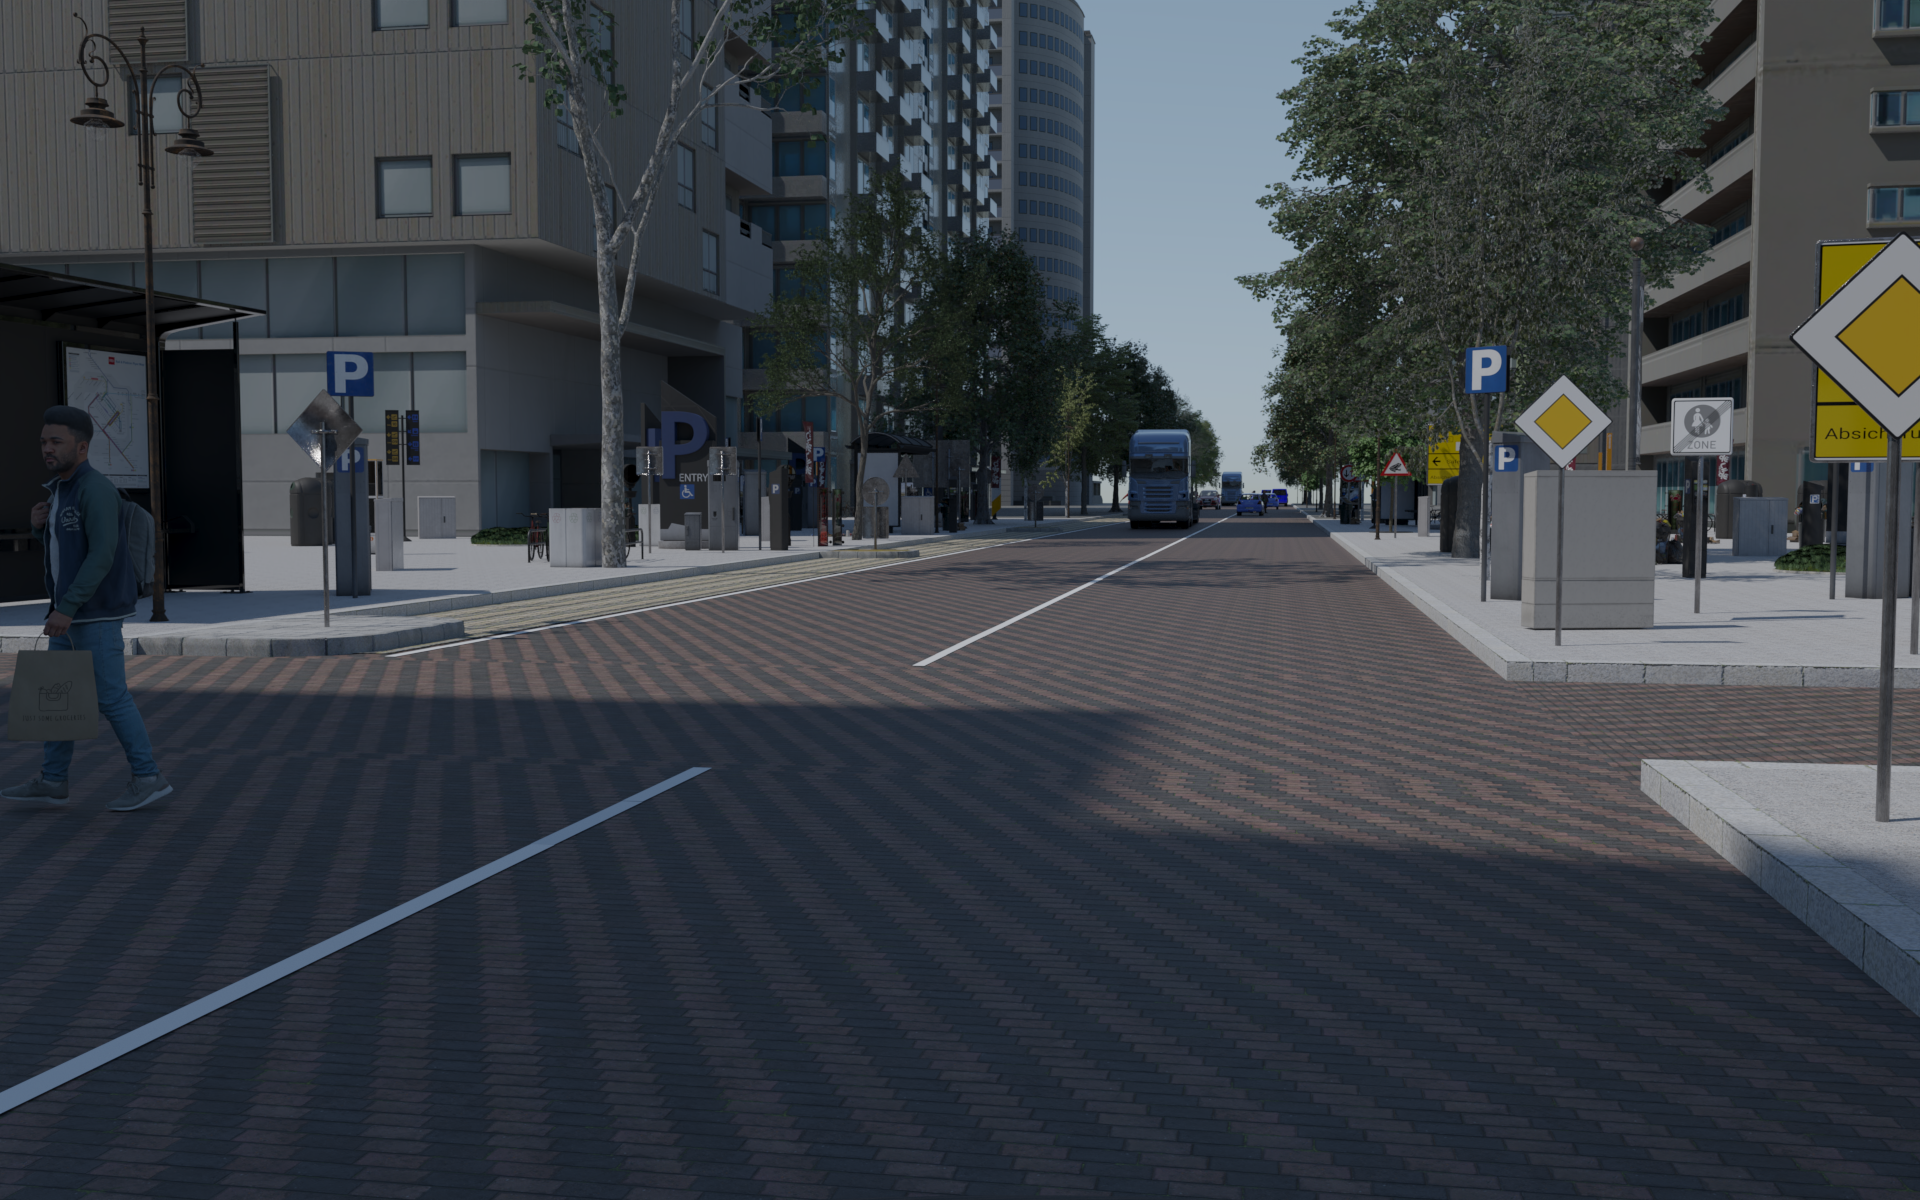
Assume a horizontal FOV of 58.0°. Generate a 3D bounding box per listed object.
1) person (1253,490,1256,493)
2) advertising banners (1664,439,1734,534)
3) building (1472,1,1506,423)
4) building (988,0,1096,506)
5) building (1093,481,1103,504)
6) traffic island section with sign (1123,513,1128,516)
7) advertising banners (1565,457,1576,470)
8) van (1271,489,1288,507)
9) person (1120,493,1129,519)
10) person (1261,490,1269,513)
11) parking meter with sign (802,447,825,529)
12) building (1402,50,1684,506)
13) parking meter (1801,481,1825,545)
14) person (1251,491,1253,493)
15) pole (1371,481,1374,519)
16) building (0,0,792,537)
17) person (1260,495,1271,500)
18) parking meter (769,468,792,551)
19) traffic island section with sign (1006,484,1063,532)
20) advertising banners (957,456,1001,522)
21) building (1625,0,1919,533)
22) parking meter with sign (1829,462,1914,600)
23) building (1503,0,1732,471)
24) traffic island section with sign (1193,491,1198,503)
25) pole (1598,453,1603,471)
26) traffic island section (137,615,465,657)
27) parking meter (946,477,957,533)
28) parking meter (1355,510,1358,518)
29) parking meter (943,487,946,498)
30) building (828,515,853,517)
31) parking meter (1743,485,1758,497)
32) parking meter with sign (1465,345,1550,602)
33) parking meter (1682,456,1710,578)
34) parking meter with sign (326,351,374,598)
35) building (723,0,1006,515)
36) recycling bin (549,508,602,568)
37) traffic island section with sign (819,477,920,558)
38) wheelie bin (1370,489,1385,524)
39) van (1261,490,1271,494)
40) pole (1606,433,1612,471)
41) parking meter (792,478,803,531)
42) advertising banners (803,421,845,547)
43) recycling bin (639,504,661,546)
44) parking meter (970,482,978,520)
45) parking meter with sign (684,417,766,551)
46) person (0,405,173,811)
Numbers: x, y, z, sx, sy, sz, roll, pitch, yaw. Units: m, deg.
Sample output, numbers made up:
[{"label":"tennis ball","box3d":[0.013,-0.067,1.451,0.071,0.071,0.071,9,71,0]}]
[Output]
[{"label":"person","box3d":[22.232,-7.433,130.963,0.436,1.711,0.756,-1,4,-12]},{"label":"advertising banners","box3d":[23.543,-3.607,55.161,2.074,3.025,0.090,0,4,5]},{"label":"building","box3d":[51.440,-31.349,132.169,23.786,49.044,30.456,1,4,10]},{"label":"building","box3d":[3.588,-40.293,200.789,21.231,58.520,28.212,1,4,10]},{"label":"building","box3d":[2.152,-32.800,228.165,32.217,40.220,23.993,1,4,10]},{"label":"traffic island section with sign","box3d":[11.851,-6.485,114.652,1.989,1.847,2.006,1,4,10]},{"label":"advertising banners","box3d":[18.759,-3.599,55.027,0.090,3.025,2.074,-2,4,-30]},{"label":"van","box3d":[36.183,-11.754,196.555,2.240,2.365,5.245,1,4,8]},{"label":"person","box3d":[9.798,-5.546,99.117,1.348,1.831,0.705,0,4,5]},{"label":"person","box3d":[22.905,-7.400,130.042,0.990,1.755,0.434,-3,5,-42]},{"label":"parking meter with sign","box3d":[-5.605,-4.199,64.917,0.543,3.016,1.738,-2,4,-24]},{"label":"building","box3d":[66.436,-37.500,202.365,28.713,52.752,27.495,1,4,10]},{"label":"parking meter","box3d":[16.106,-1.486,32.706,0.372,1.533,0.369,0,3,0]},{"label":"person","box3d":[31.704,-10.900,187.451,1.217,1.736,0.721,-1,4,-21]},{"label":"pole","box3d":[21.004,-5.765,88.101,0.158,3.312,0.155,0,3,0]},{"label":"building","box3d":[-23.006,-29.037,63.991,28.713,52.752,27.495,1,4,10]},{"label":"person","box3d":[27.687,-9.086,157.771,1.217,1.735,0.721,1,4,16]},{"label":"parking meter","box3d":[-4.114,-2.053,39.275,0.399,1.863,0.255,2,4,31]},{"label":"traffic island section with sign","box3d":[2.872,-3.494,65.751,1.989,1.847,2.006,1,4,10]},{"label":"advertising banners","box3d":[0.900,-5.085,79.323,2.074,3.025,0.090,0,4,-5]},{"label":"building","box3d":[38.288,-26.914,63.739,21.300,48.544,21.600,1,4,10]},{"label":"parking meter with sign","box3d":[11.363,-1.532,21.317,1.738,3.016,0.543,-2,4,-24]},{"label":"building","box3d":[42.003,-26.170,111.476,14.154,41.232,14.086,1,4,10]},{"label":"traffic island section with sign","box3d":[26.592,-11.404,195.082,1.989,1.847,2.006,1,4,10]},{"label":"pole","box3d":[31.430,-5.579,85.062,0.158,3.312,0.155,0,3,0]},{"label":"traffic island section","box3d":[-6.126,0.341,16.706,2.009,0.180,2.903,1,4,10]},{"label":"parking meter","box3d":[-0.225,-3.161,57.395,0.255,1.863,0.399,0,4,3]},{"label":"parking meter","box3d":[19.873,-4.803,86.941,0.372,1.533,0.369,0,3,0]},{"label":"parking meter","box3d":[-0.816,-4.696,82.487,0.399,1.863,0.255,2,4,34]},{"label":"building","box3d":[-14.292,-29.949,109.267,23.786,49.044,30.456,1,4,10]},{"label":"parking meter","box3d":[21.863,-2.418,47.943,0.372,1.533,0.369,0,3,0]},{"label":"parking meter with sign","box3d":[6.860,-1.518,21.084,1.738,3.016,0.543,-3,5,-41]},{"label":"parking meter","box3d":[11.250,-1.270,26.481,0.255,1.863,0.399,0,4,3]},{"label":"parking meter with sign","box3d":[-7.720,-1.576,22.030,0.543,3.016,1.738,-1,4,-19]},{"label":"building","box3d":[-9.299,-31.791,139.390,23.786,49.044,30.456,1,4,10]},{"label":"recycling bin","box3d":[-6.748,-1.100,30.534,0.722,1.027,0.722,1,4,19]},{"label":"traffic island section with sign","box3d":[-1.980,-1.872,39.235,1.989,1.847,2.006,1,4,10]},{"label":"wheelie bin","box3d":[18.328,-4.135,75.521,0.980,1.594,0.693,3,4,38]},{"label":"van","box3d":[42.025,-14.182,236.267,2.240,2.365,5.245,1,4,12]},{"label":"pole","box3d":[21.711,-3.923,57.991,0.158,3.312,0.155,0,3,0]},{"label":"parking meter","box3d":[-5.715,-3.349,60.465,0.399,1.863,0.255,-2,4,-28]},{"label":"advertising banners","box3d":[-3.339,-2.822,42.321,0.090,3.025,2.074,2,4,24]},{"label":"recycling bin","box3d":[-7.450,-1.851,42.817,0.722,1.027,0.722,2,4,26]},{"label":"parking meter","box3d":[0.682,-4.876,85.441,0.255,1.863,0.399,-2,4,-27]},{"label":"parking meter with sign","box3d":[-5.376,-2.634,39.319,1.738,3.016,0.543,0,4,-2]},{"label":"person","box3d":[-3.941,0.044,7.761,0.713,1.824,0.794,-2,4,-24]}]
